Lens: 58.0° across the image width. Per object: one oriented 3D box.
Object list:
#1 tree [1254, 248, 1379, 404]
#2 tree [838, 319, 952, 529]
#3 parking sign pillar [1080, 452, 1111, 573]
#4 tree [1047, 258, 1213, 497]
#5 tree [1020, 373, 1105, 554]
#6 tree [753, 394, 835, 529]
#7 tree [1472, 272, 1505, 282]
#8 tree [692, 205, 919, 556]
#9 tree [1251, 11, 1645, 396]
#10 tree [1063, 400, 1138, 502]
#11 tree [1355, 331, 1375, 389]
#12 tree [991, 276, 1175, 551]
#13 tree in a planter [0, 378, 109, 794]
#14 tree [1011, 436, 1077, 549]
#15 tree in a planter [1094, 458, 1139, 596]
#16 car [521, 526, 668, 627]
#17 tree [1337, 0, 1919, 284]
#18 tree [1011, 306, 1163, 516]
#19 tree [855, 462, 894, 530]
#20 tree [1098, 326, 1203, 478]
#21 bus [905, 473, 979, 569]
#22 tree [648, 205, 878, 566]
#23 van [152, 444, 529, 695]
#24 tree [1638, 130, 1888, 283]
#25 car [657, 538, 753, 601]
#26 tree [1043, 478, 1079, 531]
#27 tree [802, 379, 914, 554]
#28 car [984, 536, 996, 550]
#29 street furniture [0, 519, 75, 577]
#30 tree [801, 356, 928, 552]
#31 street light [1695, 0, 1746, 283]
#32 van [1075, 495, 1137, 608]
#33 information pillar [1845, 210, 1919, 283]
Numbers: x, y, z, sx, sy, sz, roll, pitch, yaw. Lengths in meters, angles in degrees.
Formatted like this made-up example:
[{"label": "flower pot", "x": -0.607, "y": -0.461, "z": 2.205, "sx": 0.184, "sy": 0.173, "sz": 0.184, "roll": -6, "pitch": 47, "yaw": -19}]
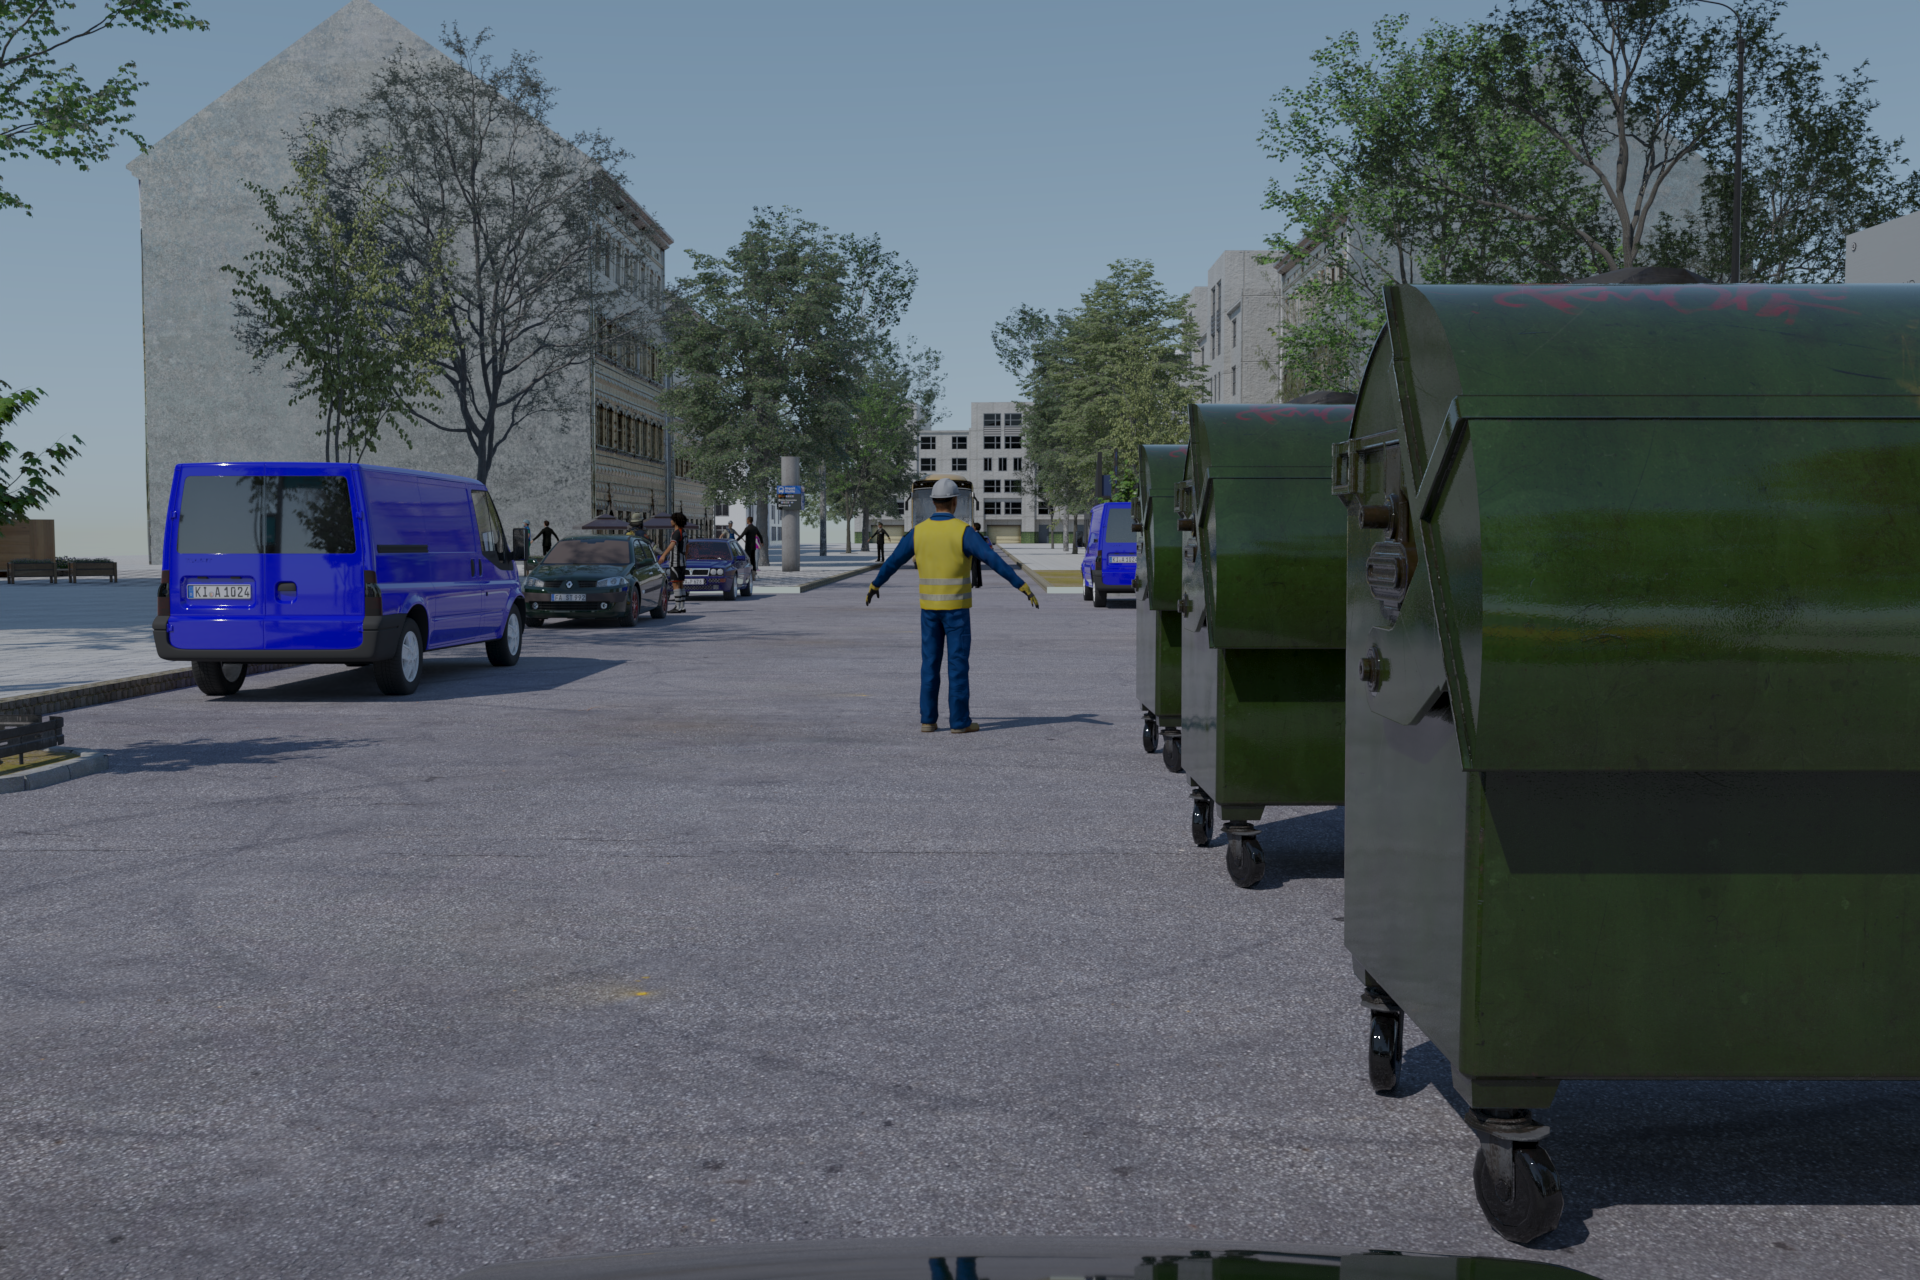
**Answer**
[{"label": "tree", "x": 9.436, "y": -5.784, "z": 44.927, "sx": 4.360, "sy": 8.622, "sz": 3.978, "roll": 0, "pitch": 3, "yaw": 0}, {"label": "tree", "x": -6.750, "y": -17.905, "z": 148.628, "sx": 12.611, "sy": 20.169, "sz": 13.585, "roll": 0, "pitch": 3, "yaw": 0}, {"label": "parking sign pillar", "x": 4.724, "y": -4.219, "z": 57.457, "sx": 1.447, "sy": 3.967, "sz": 1.447, "roll": 0, "pitch": 4, "yaw": 1}, {"label": "tree", "x": 6.964, "y": -9.419, "z": 72.134, "sx": 7.486, "sy": 12.596, "sz": 7.792, "roll": 0, "pitch": 3, "yaw": 0}, {"label": "tree", "x": 7.463, "y": -11.238, "z": 109.495, "sx": 9.928, "sy": 11.665, "sz": 9.643, "roll": 0, "pitch": 3, "yaw": 0}, {"label": "tree", "x": -8.465, "y": -8.140, "z": 83.451, "sx": 4.360, "sy": 8.622, "sz": 3.978, "roll": 0, "pitch": 3, "yaw": 0}, {"label": "tree", "x": 15.051, "y": -6.025, "z": 48.871, "sx": 4.360, "sy": 8.622, "sz": 3.978, "roll": 0, "pitch": 3, "yaw": 0}, {"label": "tree", "x": -9.254, "y": -15.006, "z": 101.233, "sx": 12.611, "sy": 20.169, "sz": 13.585, "roll": 0, "pitch": 3, "yaw": 0}, {"label": "tree", "x": 9.566, "y": -6.624, "z": 34.061, "sx": 9.928, "sy": 11.665, "sz": 9.643, "roll": 0, "pitch": 3, "yaw": 0}, {"label": "tree", "x": 7.401, "y": -8.228, "z": 84.893, "sx": 4.737, "sy": 8.622, "sz": 4.395, "roll": 0, "pitch": 3, "yaw": 0}, {"label": "tree", "x": 14.278, "y": -6.346, "z": 54.117, "sx": 4.737, "sy": 8.622, "sz": 4.395, "roll": 0, "pitch": 3, "yaw": 0}, {"label": "tree", "x": 9.051, "y": -16.543, "z": 126.362, "sx": 12.611, "sy": 20.169, "sz": 13.585, "roll": 0, "pitch": 3, "yaw": 0}, {"label": "tree in a planter", "x": -6.190, "y": -0.781, "z": 9.993, "sx": 1.991, "sy": 3.239, "sz": 1.994, "roll": 0, "pitch": 4, "yaw": 1}, {"label": "tree", "x": 8.087, "y": -13.092, "z": 148.474, "sx": 8.767, "sy": 10.594, "sz": 7.601, "roll": 1, "pitch": 4, "yaw": 20}, {"label": "tree in a planter", "x": 3.966, "y": -2.660, "z": 40.710, "sx": 1.991, "sy": 3.239, "sz": 1.994, "roll": 0, "pitch": 3, "yaw": 0}, {"label": "car", "x": -5.858, "y": -1.115, "z": 28.013, "sx": 2.009, "sy": 1.686, "sz": 4.222, "roll": 0, "pitch": 4, "yaw": 0}, {"label": "tree", "x": 9.888, "y": -5.496, "z": 24.276, "sx": 8.767, "sy": 10.594, "sz": 7.601, "roll": 0, "pitch": 4, "yaw": -8}, {"label": "tree", "x": 7.632, "y": -11.620, "z": 96.646, "sx": 9.857, "sy": 13.997, "sz": 8.962, "roll": 0, "pitch": 3, "yaw": 0}, {"label": "tree", "x": -7.520, "y": -11.350, "z": 135.935, "sx": 4.360, "sy": 8.622, "sz": 3.978, "roll": 0, "pitch": 3, "yaw": 0}, {"label": "tree", "x": 6.665, "y": -6.779, "z": 61.203, "sx": 4.737, "sy": 8.622, "sz": 4.395, "roll": 0, "pitch": 3, "yaw": 0}, {"label": "bus", "x": -0.657, "y": -5.012, "z": 73.497, "sx": 2.896, "sy": 3.916, "sz": 12.252, "roll": 0, "pitch": 4, "yaw": 0}, {"label": "tree", "x": -7.950, "y": -9.907, "z": 68.627, "sx": 9.857, "sy": 13.997, "sz": 8.962, "roll": 0, "pitch": 3, "yaw": 0}, {"label": "van", "x": -5.785, "y": -0.775, "z": 17.055, "sx": 2.240, "sy": 2.365, "sz": 5.245, "roll": 0, "pitch": 4, "yaw": 1}, {"label": "tree", "x": 24.144, "y": -8.647, "z": 51.742, "sx": 12.009, "sy": 13.543, "sz": 11.850, "roll": 0, "pitch": 3, "yaw": 0}, {"label": "car", "x": -5.669, "y": -1.589, "z": 38.558, "sx": 1.945, "sy": 1.354, "sz": 3.894, "roll": 0, "pitch": 4, "yaw": 1}, {"label": "tree", "x": 8.635, "y": -11.637, "z": 140.628, "sx": 4.737, "sy": 8.622, "sz": 4.395, "roll": 0, "pitch": 3, "yaw": 0}, {"label": "tree", "x": -7.181, "y": -11.498, "z": 113.750, "sx": 9.928, "sy": 11.665, "sz": 9.643, "roll": 0, "pitch": 3, "yaw": 0}, {"label": "car", "x": 0.905, "y": -4.790, "z": 90.899, "sx": 1.945, "sy": 1.354, "sz": 3.894, "roll": 0, "pitch": 4, "yaw": 0}, {"label": "street furniture", "x": -30.541, "y": -2.849, "z": 53.443, "sx": 11.010, "sy": 1.723, "sz": 9.812, "roll": 3, "pitch": 4, "yaw": 39}, {"label": "tree", "x": -6.897, "y": -13.420, "z": 126.068, "sx": 9.857, "sy": 13.997, "sz": 8.962, "roll": 0, "pitch": 3, "yaw": 0}, {"label": "street light", "x": 7.156, "y": -2.584, "z": 14.796, "sx": 1.470, "sy": 5.913, "sz": 1.316, "roll": 0, "pitch": 4, "yaw": 0}, {"label": "van", "x": 3.559, "y": -1.899, "z": 35.430, "sx": 2.240, "sy": 2.365, "sz": 5.245, "roll": 0, "pitch": 4, "yaw": 0}, {"label": "information pillar", "x": 7.038, "y": -1.321, "z": 12.914, "sx": 0.184, "sy": 3.620, "sz": 1.656, "roll": 0, "pitch": 4, "yaw": 1}]
